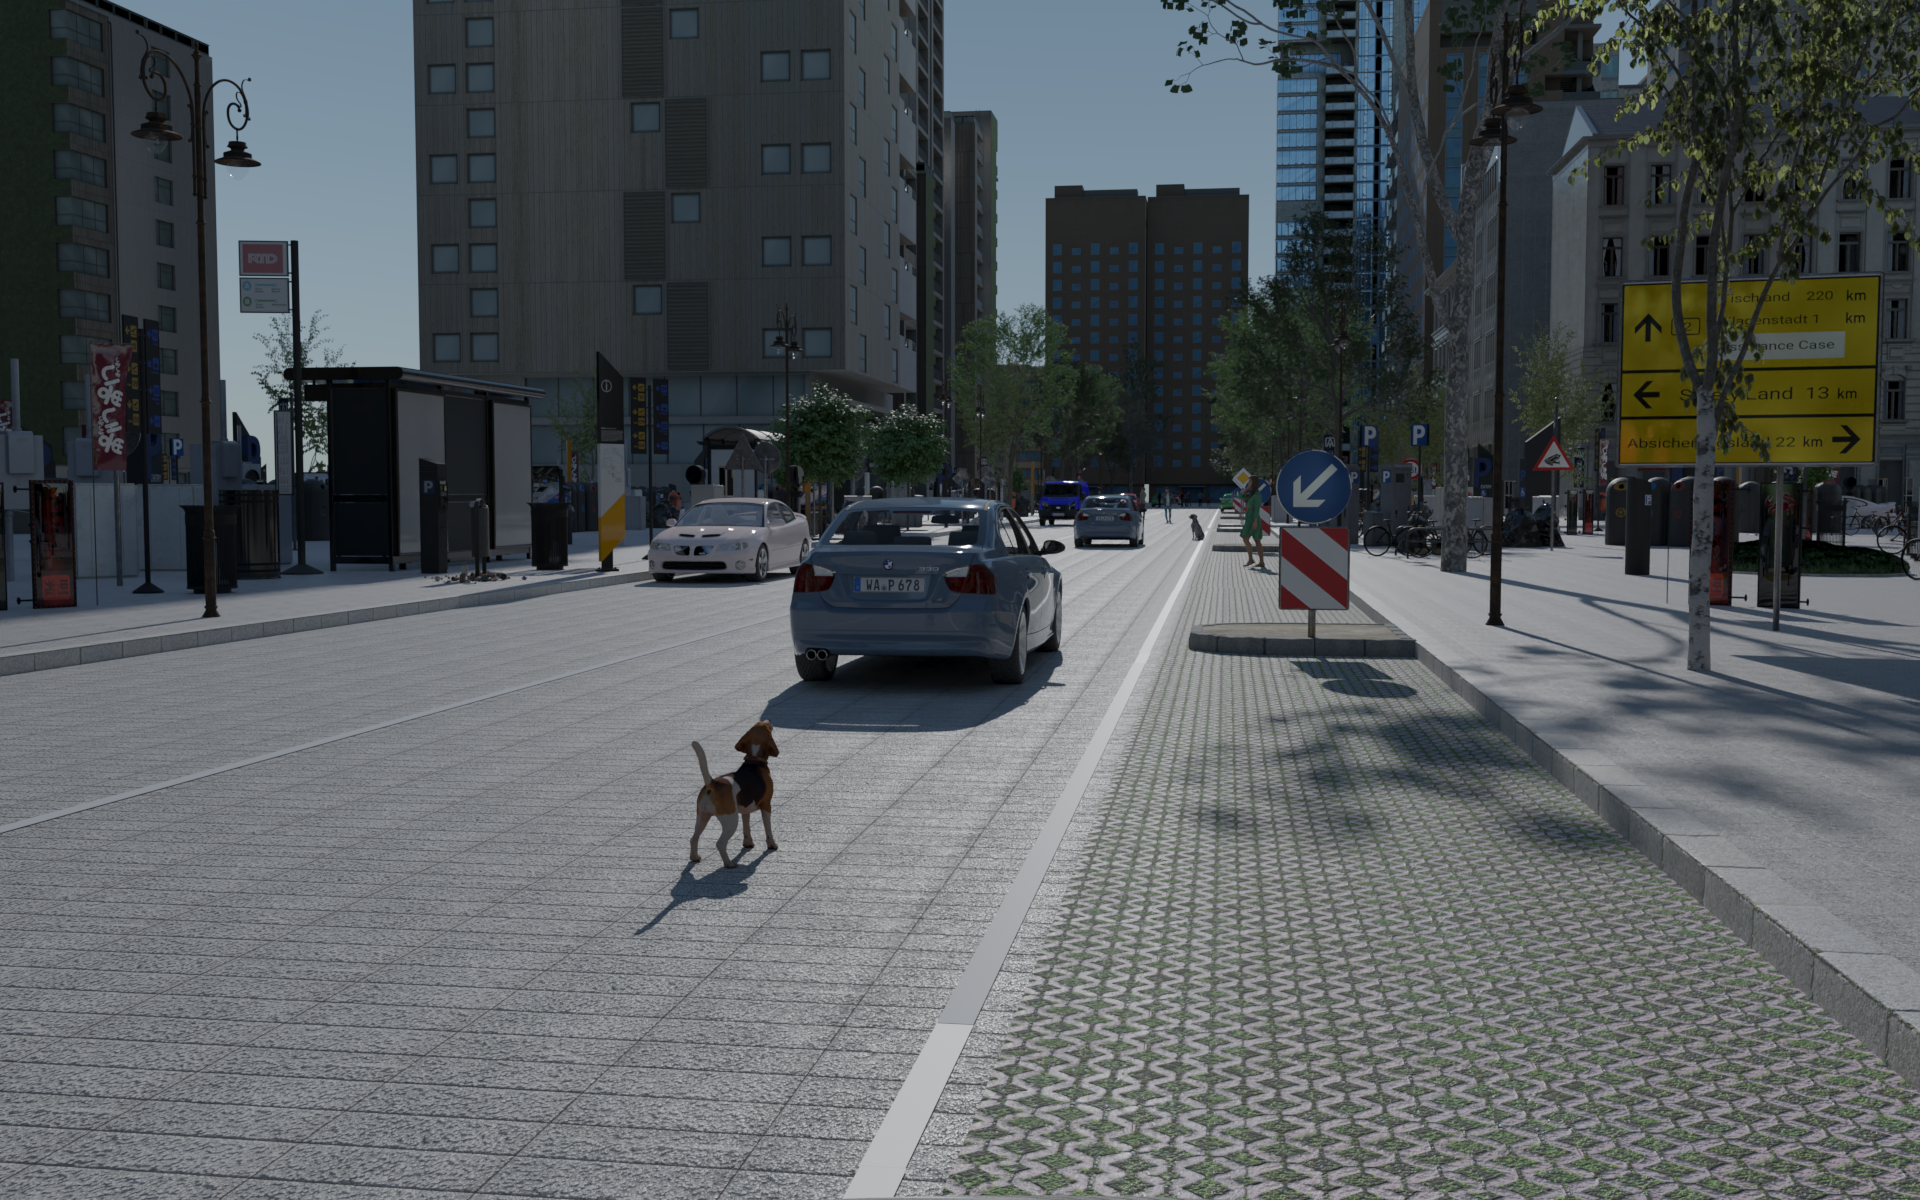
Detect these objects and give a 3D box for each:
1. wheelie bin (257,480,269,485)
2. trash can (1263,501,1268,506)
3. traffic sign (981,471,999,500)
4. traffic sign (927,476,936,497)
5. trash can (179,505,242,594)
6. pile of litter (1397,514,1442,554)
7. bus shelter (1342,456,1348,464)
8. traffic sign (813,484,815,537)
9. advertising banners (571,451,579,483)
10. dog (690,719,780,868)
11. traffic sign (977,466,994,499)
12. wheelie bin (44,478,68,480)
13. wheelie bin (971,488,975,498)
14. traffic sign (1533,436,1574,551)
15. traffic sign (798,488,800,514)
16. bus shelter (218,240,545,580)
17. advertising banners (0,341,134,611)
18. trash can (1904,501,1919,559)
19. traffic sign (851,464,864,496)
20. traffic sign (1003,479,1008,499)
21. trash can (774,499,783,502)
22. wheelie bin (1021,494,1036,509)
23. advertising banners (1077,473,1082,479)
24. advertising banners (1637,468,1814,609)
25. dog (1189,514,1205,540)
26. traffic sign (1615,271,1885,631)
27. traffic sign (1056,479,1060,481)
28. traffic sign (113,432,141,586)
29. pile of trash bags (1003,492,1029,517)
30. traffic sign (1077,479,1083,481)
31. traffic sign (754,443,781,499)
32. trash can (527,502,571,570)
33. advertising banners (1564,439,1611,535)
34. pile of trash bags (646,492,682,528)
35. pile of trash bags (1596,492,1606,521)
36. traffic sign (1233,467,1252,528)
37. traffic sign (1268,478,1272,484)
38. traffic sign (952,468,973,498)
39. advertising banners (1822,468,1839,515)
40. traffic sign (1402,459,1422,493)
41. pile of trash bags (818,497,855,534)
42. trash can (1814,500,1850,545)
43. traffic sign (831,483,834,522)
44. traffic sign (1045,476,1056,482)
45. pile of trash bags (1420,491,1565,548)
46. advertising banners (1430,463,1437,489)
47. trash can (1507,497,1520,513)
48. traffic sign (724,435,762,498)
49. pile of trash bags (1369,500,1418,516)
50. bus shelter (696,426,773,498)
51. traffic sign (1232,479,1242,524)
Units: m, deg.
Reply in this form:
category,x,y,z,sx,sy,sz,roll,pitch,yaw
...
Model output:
category,x,y,z,sx,sy,sz,roll,pitch,yaw
wheelie bin,-15.538,-1.877,38.596,0.693,1.594,0.980,-3,4,-36
trash can,19.070,-5.846,107.235,0.748,1.137,0.748,0,3,0
traffic sign,1.302,-4.366,75.033,0.795,2.450,0.064,1,4,9
traffic sign,-1.543,-5.140,84.138,0.768,2.556,0.104,1,4,13
trash can,-9.690,-0.658,22.417,0.748,1.137,0.748,0,3,0
pile of litter,10.195,-1.451,37.688,1.719,0.858,1.176,-2,4,-30
bus shelter,22.122,-6.857,103.388,1.731,3.624,6.357,1,4,9
traffic sign,-4.339,-3.147,51.462,0.884,2.594,0.081,1,4,16
advertising banners,-14.888,-4.484,69.504,2.074,3.025,0.090,2,4,27
dog,-0.893,0.761,6.851,0.406,0.507,0.540,-1,4,-17
traffic sign,1.152,-4.757,77.889,0.768,2.556,0.104,1,4,10
wheelie bin,-17.643,-1.582,33.767,0.980,1.594,0.693,-2,4,-25
wheelie bin,0.331,-5.088,91.096,0.980,1.594,0.693,-3,4,-38
traffic sign,13.293,-2.375,38.841,0.884,2.594,0.081,1,4,14
traffic sign,-4.826,-3.169,51.916,0.768,2.556,0.104,1,4,10
bus shelter,-9.918,-3.203,29.998,2.179,5.291,8.768,1,4,9
advertising banners,-10.214,-1.420,19.400,0.090,3.025,2.074,2,4,35
trash can,19.170,-1.394,34.438,0.748,1.137,0.748,0,3,0
traffic sign,-4.133,-4.119,67.444,0.768,2.556,0.104,1,4,14
traffic sign,3.143,-7.255,119.806,0.795,2.450,0.064,1,4,18
trash can,-5.091,-2.120,46.320,0.748,1.137,0.748,0,3,0
wheelie bin,5.134,-7.620,132.494,0.980,1.594,0.693,-1,4,-17
advertising banners,9.403,-9.095,144.893,0.090,3.025,2.074,-3,5,-43
advertising banners,8.685,-1.450,19.903,2.074,3.025,0.090,3,5,43
dog,7.353,-2.260,53.792,0.513,0.831,0.800,1,4,8
traffic sign,7.358,-1.369,16.261,2.265,3.308,0.079,1,4,18
traffic sign,8.384,-9.069,148.376,0.768,2.556,0.104,1,4,17
traffic sign,-11.725,-1.467,24.093,0.768,2.556,0.104,1,4,14
pile of trash bags,2.947,-5.353,97.275,1.912,1.369,3.447,0,4,1
traffic sign,9.866,-8.729,142.829,0.768,2.556,0.104,1,4,13
traffic sign,-4.821,-2.627,43.055,0.768,2.556,0.104,1,4,18
trash can,-6.955,-1.082,29.350,0.748,1.137,0.748,0,3,0
advertising banners,19.759,-3.565,54.479,2.074,3.025,0.090,-2,4,-31
pile of trash bags,-11.463,-3.449,66.140,1.912,1.369,3.447,1,4,13
pile of trash bags,31.710,-4.415,81.940,1.912,1.369,3.447,-3,5,-40
traffic sign,10.706,-3.783,65.495,0.795,2.450,0.064,1,4,9
traffic sign,24.061,-8.195,133.995,0.884,2.594,0.081,1,4,12
traffic sign,0.089,-3.884,67.141,0.795,2.450,0.064,1,4,9
advertising banners,23.457,-3.180,48.185,2.074,3.025,0.090,1,4,12
traffic sign,16.246,-3.815,62.476,0.768,2.556,0.104,1,4,17
pile of trash bags,-4.227,-2.837,56.133,1.912,1.369,3.447,1,4,16
trash can,20.041,-1.724,39.841,0.748,1.137,0.748,0,3,0
traffic sign,-3.864,-3.201,52.436,0.768,2.556,0.104,1,4,12
traffic sign,6.323,-7.420,121.430,0.768,2.556,0.104,1,4,10
pile of trash bags,13.435,-2.048,43.235,1.912,1.369,3.447,-1,4,-23
advertising banners,27.039,-6.151,96.762,0.090,3.025,2.074,-2,4,-32
trash can,27.830,-4.605,86.947,0.748,1.137,0.748,0,3,0
traffic sign,-4.741,-2.313,37.816,0.884,2.594,0.081,1,4,13
pile of trash bags,14.566,-2.927,57.604,1.912,1.369,3.447,0,4,2
bus shelter,-6.489,-3.712,54.612,2.014,3.302,5.546,1,4,9
traffic sign,11.919,-4.266,73.388,0.795,2.450,0.064,1,4,9
